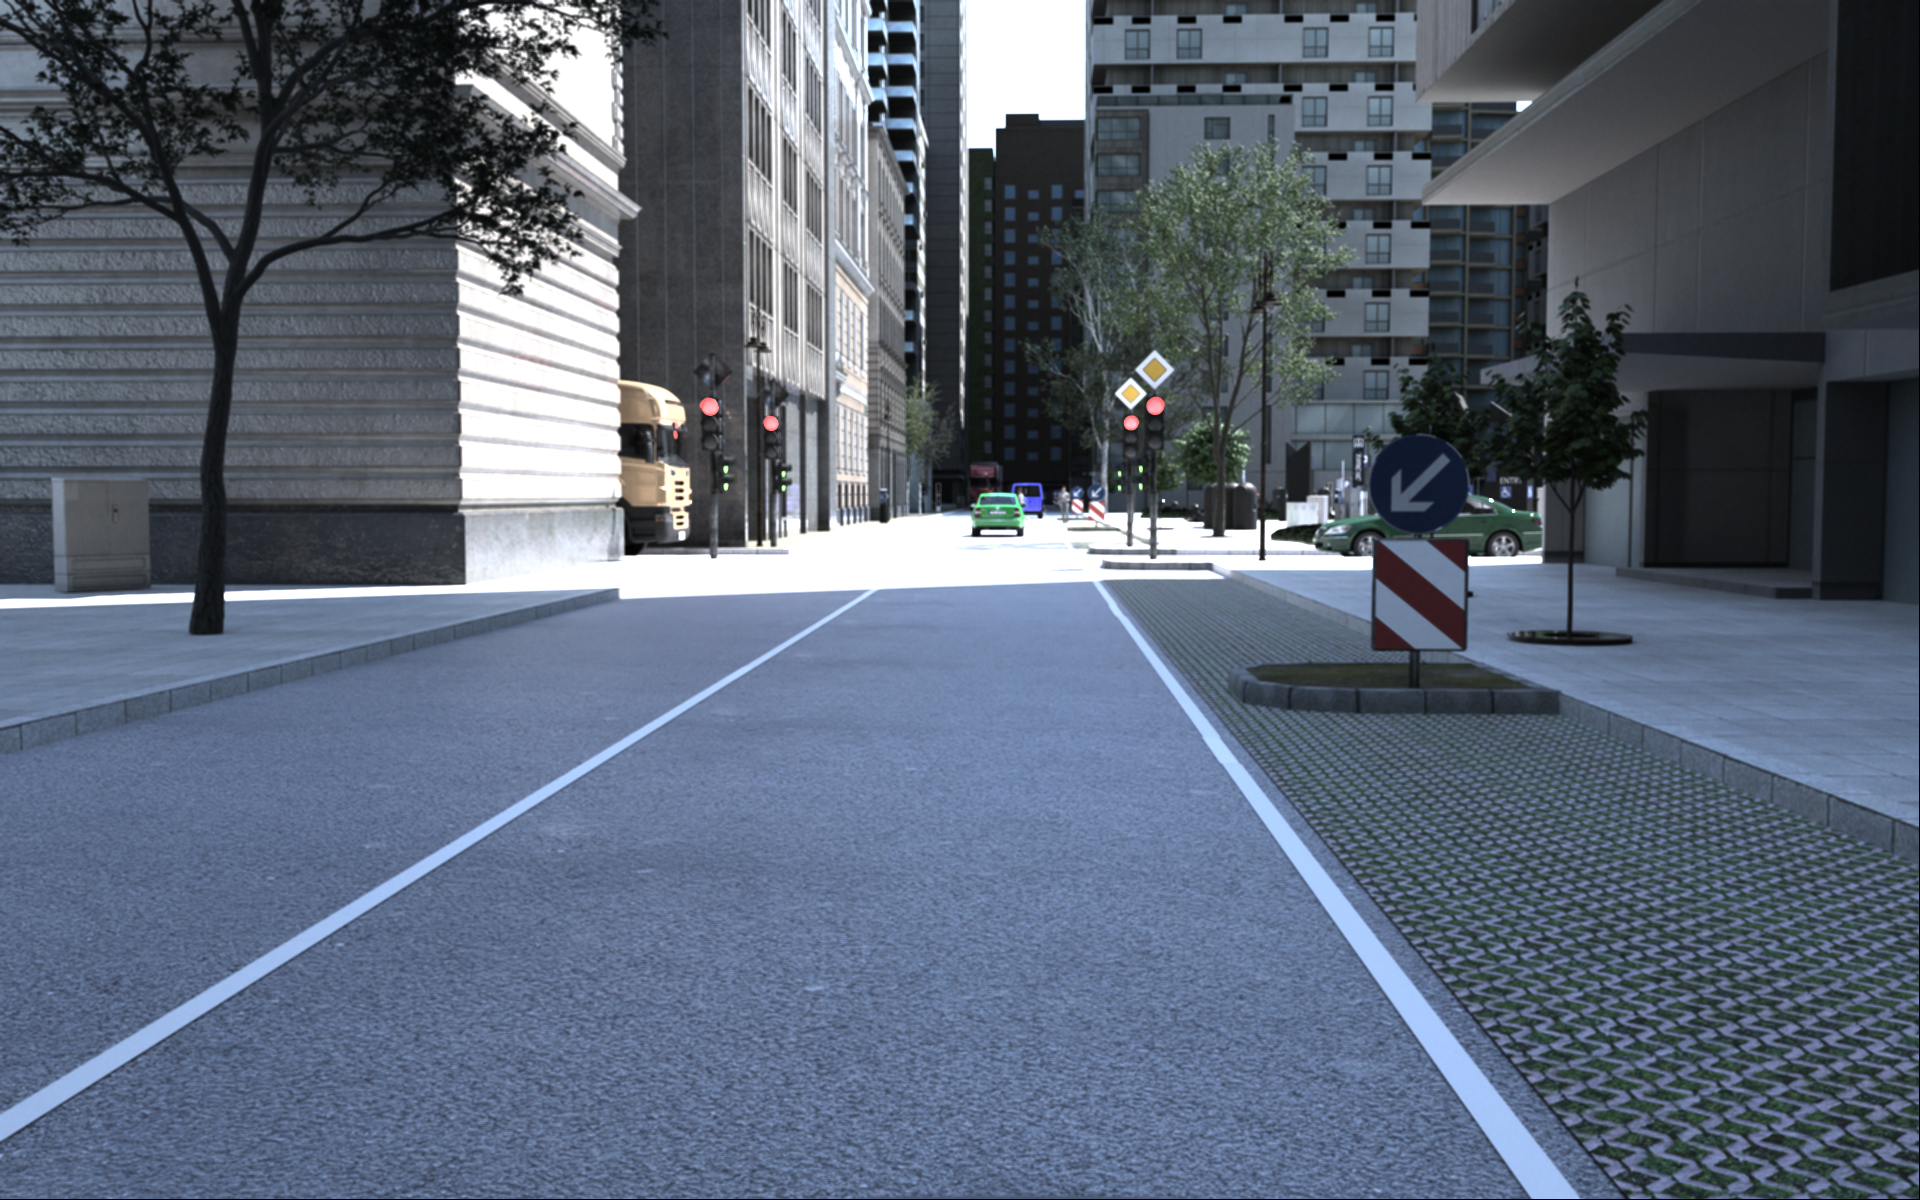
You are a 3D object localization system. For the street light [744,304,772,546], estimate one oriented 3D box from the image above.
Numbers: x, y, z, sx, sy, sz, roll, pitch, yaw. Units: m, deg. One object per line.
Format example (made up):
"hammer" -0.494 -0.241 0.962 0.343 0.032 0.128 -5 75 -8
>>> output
"street light" -4.914 -4.253 42.328 0.468 5.910 1.993 0 4 2

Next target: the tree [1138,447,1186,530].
"tree" 6.999 -4.086 61.399 1.663 3.219 1.824 0 3 0

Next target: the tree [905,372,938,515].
"tree" -3.352 -9.427 104.494 4.737 8.622 4.395 0 3 0

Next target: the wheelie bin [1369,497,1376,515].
"wheelie bin" 19.775 -4.549 82.280 0.980 1.594 0.693 2 4 25

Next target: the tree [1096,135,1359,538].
"tree" 7.729 -7.663 51.039 9.928 11.665 9.643 0 3 0

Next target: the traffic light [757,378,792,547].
"traffic light" -4.520 -3.251 42.068 0.839 4.253 0.868 0 4 2

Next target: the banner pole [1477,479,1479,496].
"banner pole" 30.502 -6.845 101.940 0.401 3.779 0.863 1 4 17

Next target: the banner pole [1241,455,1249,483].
"banner pole" 17.763 -7.207 107.853 0.863 3.779 0.401 -3 5 -44

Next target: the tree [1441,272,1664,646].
"tree" 5.450 -1.254 15.109 1.663 3.219 1.824 0 3 0

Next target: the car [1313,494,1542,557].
"car" 10.101 -1.563 37.351 4.920 1.459 2.131 0 4 1

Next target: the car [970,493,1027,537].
"car" 1.314 -3.096 59.420 1.959 1.807 4.718 0 4 2

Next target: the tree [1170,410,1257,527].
"tree" 9.835 -5.101 67.113 4.285 4.588 4.351 0 3 0

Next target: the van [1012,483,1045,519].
"van" 3.877 -5.901 100.867 2.240 2.365 5.245 0 4 2

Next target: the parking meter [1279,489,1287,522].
"parking meter" 15.069 -4.427 80.792 0.372 1.533 0.369 0 3 0

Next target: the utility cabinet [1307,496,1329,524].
"utility cabinet" 13.982 -3.463 67.782 0.306 1.237 1.020 -2 4 -26

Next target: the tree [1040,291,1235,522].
"tree" 7.802 -8.778 77.935 8.767 10.594 7.601 -1 4 -10

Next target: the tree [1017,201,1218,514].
"tree" 9.950 -15.551 110.147 12.611 20.169 13.585 0 3 0

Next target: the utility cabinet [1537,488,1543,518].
"utility cabinet" 20.831 -3.225 61.404 0.318 1.500 1.173 3 5 40

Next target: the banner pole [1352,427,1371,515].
"banner pole" 14.959 -4.550 64.413 0.863 3.779 0.401 -1 4 -11

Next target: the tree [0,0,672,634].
"tree" -6.616 -4.953 15.400 7.601 10.594 8.767 2 4 27

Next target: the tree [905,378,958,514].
"tree" -2.304 -9.774 110.165 4.360 8.622 3.978 0 3 0

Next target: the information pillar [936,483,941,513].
"information pillar" -1.446 -6.805 115.758 0.304 2.012 0.304 0 4 -4

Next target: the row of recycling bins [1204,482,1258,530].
"row of recycling bins" 9.782 -3.412 62.902 1.069 1.692 3.534 -1 4 -14

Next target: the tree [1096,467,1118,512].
"tree" 10.511 -7.761 121.499 1.663 3.219 1.824 0 3 0

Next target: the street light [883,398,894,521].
"street light" -3.417 -6.704 82.404 0.468 5.910 1.993 0 4 2

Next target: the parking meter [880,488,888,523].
"parking meter" -3.374 -4.180 76.749 0.372 1.533 0.369 0 3 0

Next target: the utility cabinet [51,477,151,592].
"utility cabinet" -11.339 -0.870 22.906 0.318 1.500 1.173 2 4 31

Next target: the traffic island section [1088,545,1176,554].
"traffic island section" 4.125 -1.197 41.851 2.009 0.180 2.903 0 4 2

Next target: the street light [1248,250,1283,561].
"street light" 5.807 -3.688 33.089 0.468 5.910 1.993 0 4 2

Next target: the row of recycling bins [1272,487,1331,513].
"row of recycling bins" 20.744 -6.003 105.258 3.534 1.692 1.069 1 4 15

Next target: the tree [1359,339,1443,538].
"tree" 5.819 -1.662 21.770 1.663 3.219 1.824 0 3 0

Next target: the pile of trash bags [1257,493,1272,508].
"pile of trash bags" 20.124 -6.331 113.268 1.912 1.369 3.447 -2 4 -28

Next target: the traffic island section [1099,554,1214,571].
"traffic island section" 3.802 -0.709 33.872 2.009 0.180 2.903 0 4 2

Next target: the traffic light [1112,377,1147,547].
"traffic light" 4.085 -3.230 41.738 0.839 4.253 0.868 0 4 2

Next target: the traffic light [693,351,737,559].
"traffic light" -4.842 -2.763 34.090 0.839 4.253 0.868 0 4 2

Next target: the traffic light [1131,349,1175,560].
"traffic light" 3.763 -2.742 33.760 0.839 4.253 0.868 0 4 2

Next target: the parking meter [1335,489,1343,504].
"parking meter" 18.006 -4.523 82.359 0.372 1.533 0.369 0 3 0

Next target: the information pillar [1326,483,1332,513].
"information pillar" 23.743 -6.542 111.460 0.304 2.012 0.304 -1 4 -19
